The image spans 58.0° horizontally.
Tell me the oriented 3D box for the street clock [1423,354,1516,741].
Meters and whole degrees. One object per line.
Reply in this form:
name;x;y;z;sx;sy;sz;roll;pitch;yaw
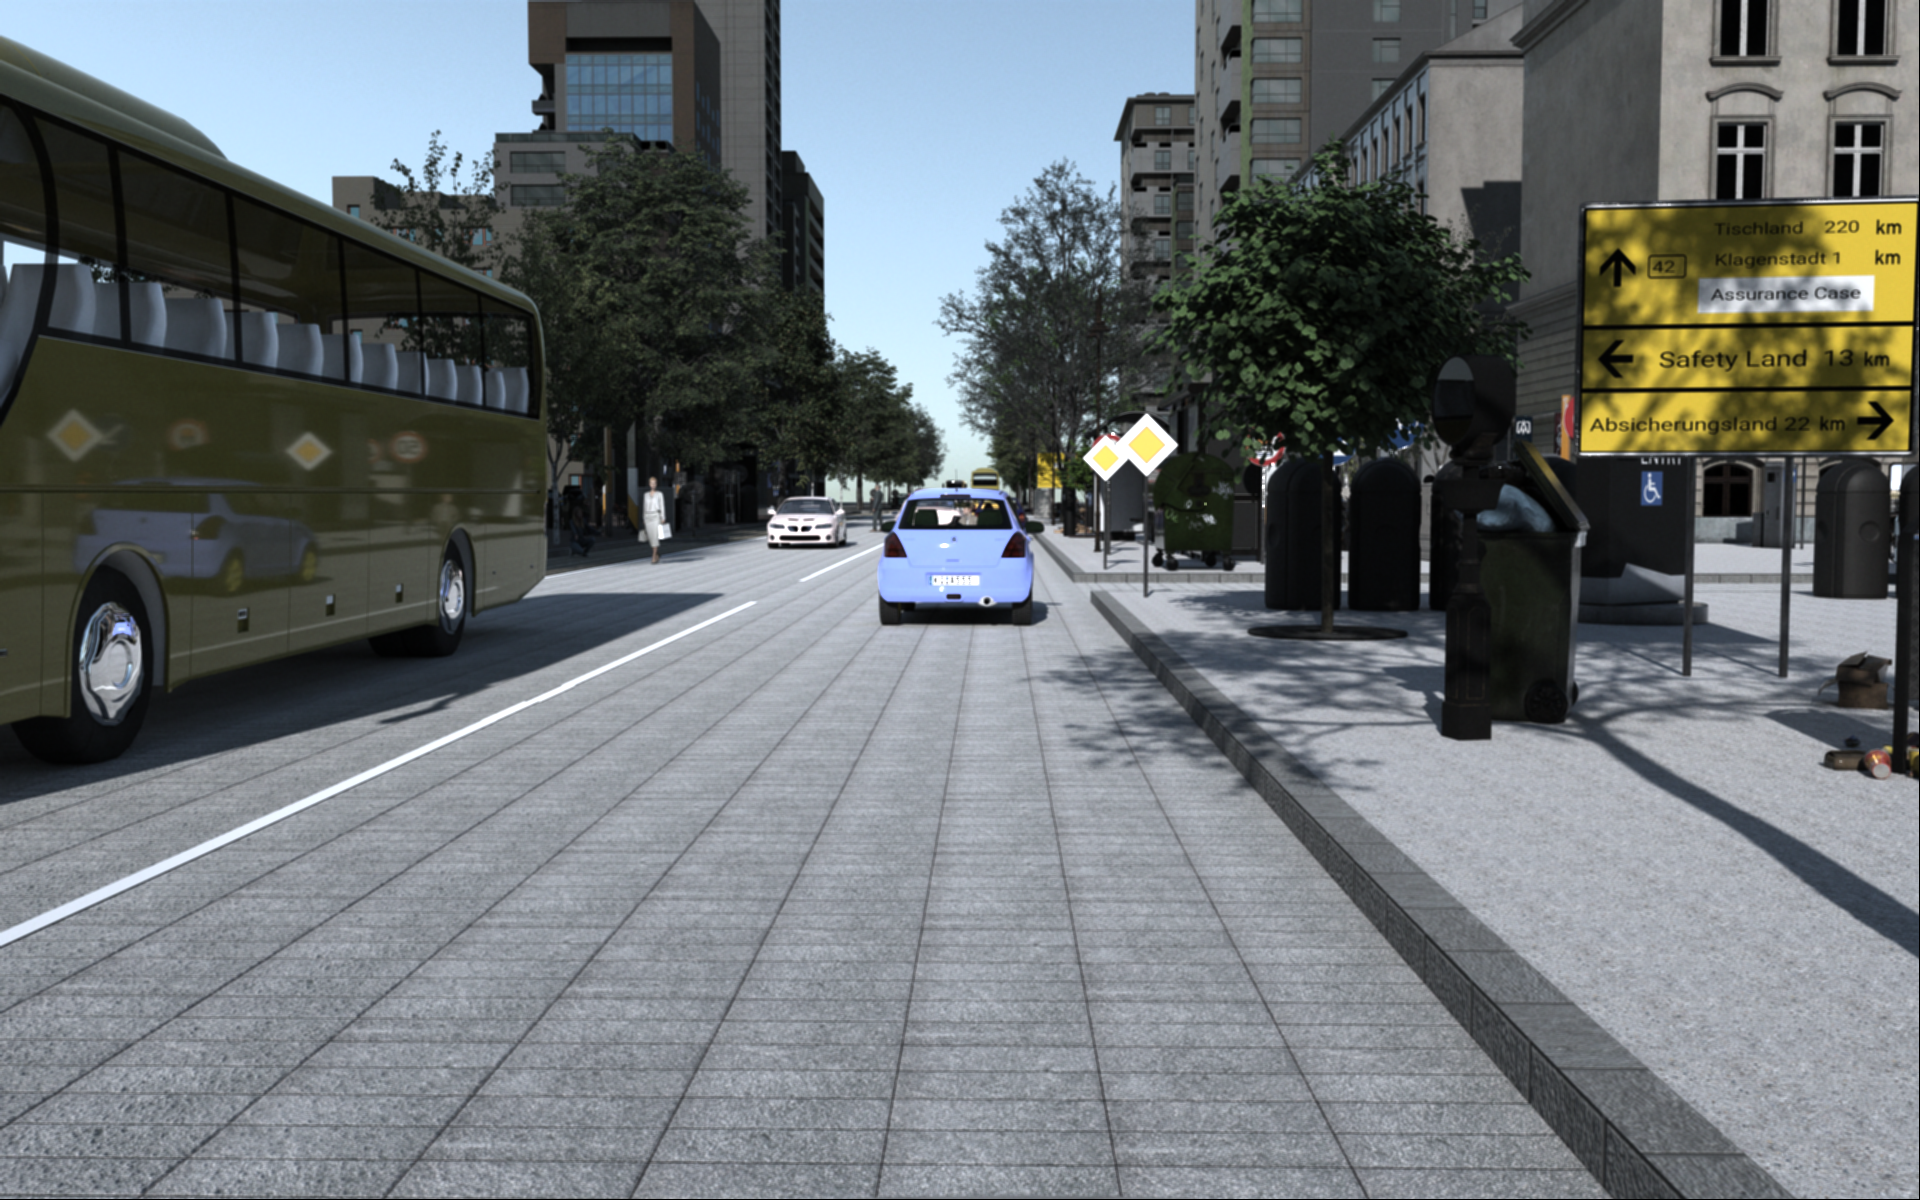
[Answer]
street clock;2.665;-0.274;9.056;0.358;2.002;0.471;-1;4;-13

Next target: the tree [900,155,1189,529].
tree;4.062;-9.389;63.882;12.009;13.543;11.850;0;3;0

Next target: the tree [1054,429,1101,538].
tree;3.714;-3.472;51.364;1.663;3.219;1.824;0;3;0

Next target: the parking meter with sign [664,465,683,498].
parking meter with sign;-16.931;-6.620;104.505;1.738;3.016;0.543;-2;4;-25

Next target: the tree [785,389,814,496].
tree;-9.902;-9.978;113.499;4.737;8.622;4.395;0;3;0

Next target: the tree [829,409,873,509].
tree;-8.925;-11.202;133.509;4.360;8.622;3.978;0;3;0

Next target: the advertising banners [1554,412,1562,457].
advertising banners;12.683;-2.542;37.743;0.090;3.025;2.074;-1;4;-8

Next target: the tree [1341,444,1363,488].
tree;14.174;-6.849;62.344;4.737;8.622;4.395;0;3;0

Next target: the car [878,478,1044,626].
car;0.013;-0.649;20.199;1.945;1.707;3.694;0;4;2

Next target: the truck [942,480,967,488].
truck;-0.627;-15.376;247.327;3.469;3.379;9.791;0;4;2

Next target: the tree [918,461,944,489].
tree;-6.237;-20.210;264.846;8.767;10.594;7.601;-2;4;-34

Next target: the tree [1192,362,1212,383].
tree;12.097;-7.627;75.064;4.737;8.622;4.395;0;3;0

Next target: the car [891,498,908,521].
car;-0.729;-1.931;43.928;2.083;1.381;4.827;0;4;0

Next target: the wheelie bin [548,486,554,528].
wheelie bin;-15.219;-3.482;64.833;0.693;1.594;0.980;-1;4;-23

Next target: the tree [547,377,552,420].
tree;-19.232;-7.565;74.044;4.360;8.622;3.978;0;3;0

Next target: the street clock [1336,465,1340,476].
street clock;7.400;-1.856;34.908;0.471;2.002;0.358;1;4;21

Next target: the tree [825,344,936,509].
tree;-8.472;-14.756;147.913;9.857;13.997;8.962;0;3;0

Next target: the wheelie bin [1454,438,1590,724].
wheelie bin;3.212;-0.124;9.929;0.693;1.594;0.980;2;4;25

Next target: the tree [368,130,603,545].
tree;-10.598;-5.252;36.227;4.737;8.622;4.395;0;3;0

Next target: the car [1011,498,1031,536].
car;1.267;-2.561;54.454;1.945;1.354;3.894;0;4;2

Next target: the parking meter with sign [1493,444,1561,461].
parking meter with sign;10.824;-2.207;32.345;1.738;3.016;0.543;0;4;7

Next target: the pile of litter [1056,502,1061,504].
pile of litter;5.346;-4.845;93.173;1.719;0.858;1.176;1;4;19

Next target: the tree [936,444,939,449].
tree;-7.196;-20.707;245.211;9.857;13.997;8.962;0;3;0

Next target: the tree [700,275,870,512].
tree;-9.252;-10.629;90.791;9.611;12.733;9.660;0;3;0

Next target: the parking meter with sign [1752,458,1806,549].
parking meter with sign;19.434;-2.735;40.977;0.543;3.016;1.738;-1;4;-9

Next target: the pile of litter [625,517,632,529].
pile of litter;-11.684;-3.058;63.967;1.176;0.858;1.719;3;4;36

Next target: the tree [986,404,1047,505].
tree;6.347;-16.729;191.645;7.486;12.596;7.792;0;3;0

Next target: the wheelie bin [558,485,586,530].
wheelie bin;-13.830;-3.310;62.021;0.980;1.594;0.693;-3;5;-41

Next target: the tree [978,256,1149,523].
tree;4.567;-9.244;76.895;9.928;11.665;9.643;0;3;0

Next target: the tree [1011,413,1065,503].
tree;6.527;-11.781;142.981;4.737;8.622;4.395;0;3;0

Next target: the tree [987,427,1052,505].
tree;7.797;-17.750;207.222;9.611;12.733;9.660;0;3;0

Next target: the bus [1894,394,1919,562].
bus;20.296;-1.881;25.617;13.247;3.499;2.948;0;4;3

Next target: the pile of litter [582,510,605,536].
pile of litter;-11.560;-2.464;54.253;1.176;0.858;1.719;0;4;-2

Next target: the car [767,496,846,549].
car;-4.121;-2.125;47.098;2.083;1.381;4.827;0;4;1

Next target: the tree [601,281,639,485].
tree;-10.129;-5.686;43.334;4.737;8.622;4.395;0;3;0

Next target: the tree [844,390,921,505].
tree;-8.441;-17.033;196.613;7.486;12.596;7.792;0;3;0

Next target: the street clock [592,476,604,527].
street clock;-14.286;-3.911;68.509;0.471;2.002;0.358;-3;4;-39

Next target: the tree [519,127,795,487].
tree;-10.837;-9.472;61.525;9.857;13.997;8.962;0;3;0

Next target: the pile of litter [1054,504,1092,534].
pile of litter;3.808;-2.626;56.900;1.176;0.858;1.719;-2;4;-27

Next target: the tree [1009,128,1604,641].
tree;3.315;-1.961;15.784;4.285;4.588;4.351;0;3;0

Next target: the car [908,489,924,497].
car;-2.363;-6.724;118.615;2.281;1.827;5.304;0;4;3

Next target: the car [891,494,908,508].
car;-5.444;-9.389;162.301;1.959;1.807;4.718;0;4;3
